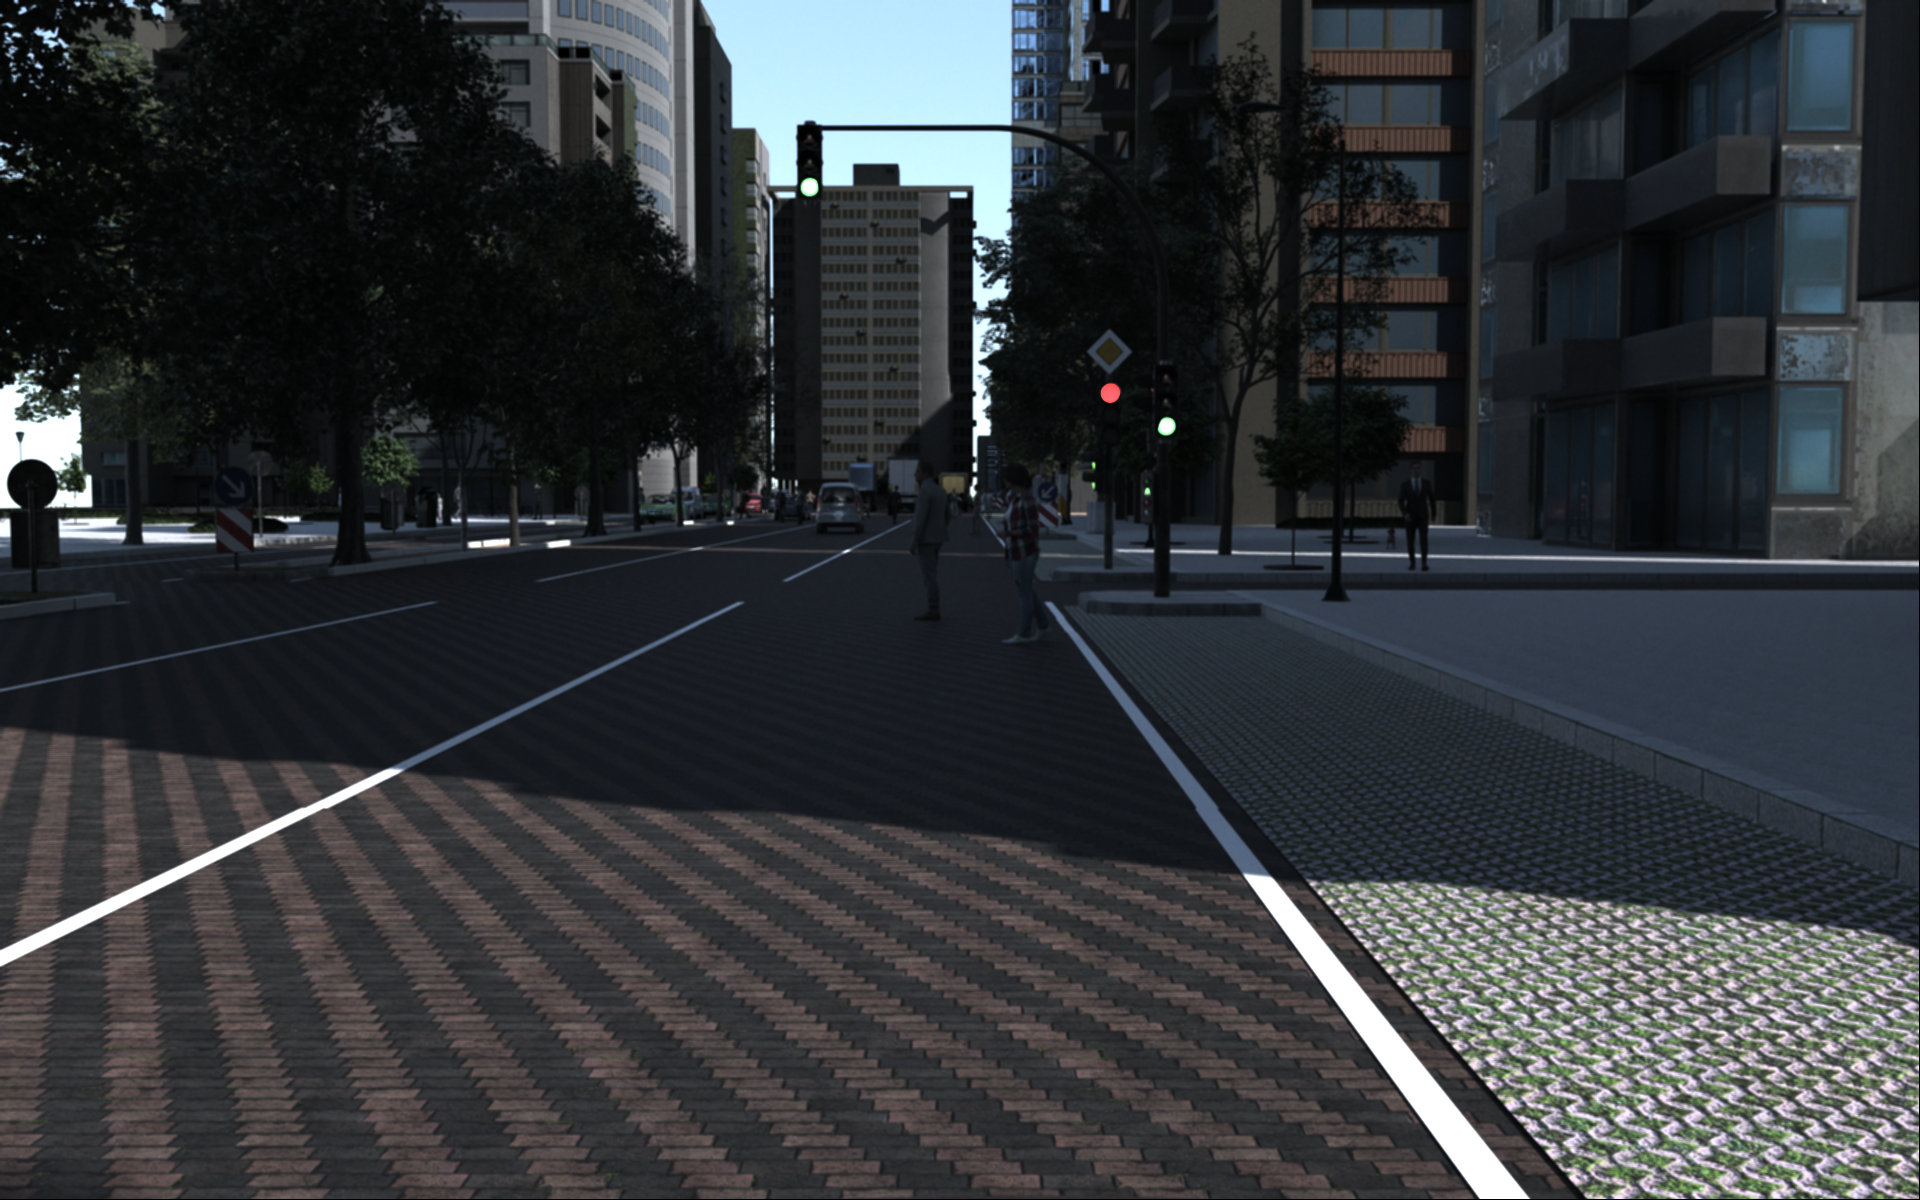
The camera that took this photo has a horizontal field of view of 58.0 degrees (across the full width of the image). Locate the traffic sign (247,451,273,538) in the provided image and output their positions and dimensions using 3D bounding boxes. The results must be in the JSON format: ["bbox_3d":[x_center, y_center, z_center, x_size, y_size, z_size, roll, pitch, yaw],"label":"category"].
[{"bbox_3d":[-20.374,-3.077,50.418,0.768,2.556,0.104,0,4,4],"label":"traffic sign"}]

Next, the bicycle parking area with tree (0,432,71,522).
[{"bbox_3d":[-45.702,-5.645,79.303,8.231,4.147,9.016,0,4,2],"label":"bicycle parking area with tree"}]

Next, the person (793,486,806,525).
[{"bbox_3d":[-7.513,-4.425,81.029,0.473,1.802,0.592,-3,5,-42],"label":"person"}]

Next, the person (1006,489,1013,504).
[{"bbox_3d":[2.705,-4.896,88.657,0.679,1.850,0.850,0,4,-7],"label":"person"}]

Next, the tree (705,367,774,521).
[{"bbox_3d":[-11.898,-8.481,91.490,4.360,8.622,3.978,0,3,0],"label":"tree"}]

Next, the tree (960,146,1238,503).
[{"bbox_3d":[5.133,-9.562,62.989,9.857,13.997,8.962,0,3,0],"label":"tree"}]

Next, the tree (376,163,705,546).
[{"bbox_3d":[-11.893,-6.700,46.409,8.767,10.594,7.601,0,4,0],"label":"tree"}]

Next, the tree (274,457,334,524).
[{"bbox_3d":[-28.196,-4.860,74.065,1.663,3.219,1.824,0,3,0],"label":"tree"}]

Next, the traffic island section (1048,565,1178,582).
[{"bbox_3d":[2.554,-0.448,29.610,2.009,0.180,2.903,0,4,0],"label":"traffic island section"}]

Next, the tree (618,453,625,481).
[{"bbox_3d":[-20.776,-7.042,98.852,4.285,4.588,4.351,0,3,0],"label":"tree"}]

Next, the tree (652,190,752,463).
[{"bbox_3d":[-11.783,-8.337,55.772,9.611,12.733,9.660,0,3,0],"label":"tree"}]

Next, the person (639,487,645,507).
[{"bbox_3d":[-17.632,-5.354,96.132,0.767,1.812,0.694,-2,4,-30],"label":"person"}]

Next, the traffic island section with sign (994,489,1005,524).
[{"bbox_3d":[2.718,-4.483,81.921,1.989,1.847,2.006,0,4,0],"label":"traffic island section with sign"}]

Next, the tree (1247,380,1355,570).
[{"bbox_3d":[5.661,-2.147,29.701,1.663,3.219,1.824,0,3,0],"label":"tree"}]

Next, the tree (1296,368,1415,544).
[{"bbox_3d":[10.195,-3.770,45.354,4.285,4.588,4.351,0,3,0],"label":"tree"}]

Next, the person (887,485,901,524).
[{"bbox_3d":[-3.123,-4.605,83.575,0.659,1.850,0.755,1,4,16],"label":"person"}]

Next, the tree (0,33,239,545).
[{"bbox_3d":[-21.148,-7.693,43.908,7.486,12.596,7.792,0,3,0],"label":"tree"}]

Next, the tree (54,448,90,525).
[{"bbox_3d":[-37.106,-4.774,72.664,1.663,3.219,1.824,0,3,0],"label":"tree"}]

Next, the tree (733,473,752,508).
[{"bbox_3d":[-20.425,-10.191,161.229,1.663,3.219,1.824,0,3,0],"label":"tree"}]

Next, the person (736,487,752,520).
[{"bbox_3d":[-12.015,-5.365,96.183,0.822,1.834,0.622,0,4,2],"label":"person"}]

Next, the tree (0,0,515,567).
[{"bbox_3d":[-11.586,-6.930,32.770,9.611,12.733,9.660,0,3,0],"label":"tree"}]

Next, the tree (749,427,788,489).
[{"bbox_3d":[-19.898,-13.884,177.369,4.737,8.622,4.395,0,3,0],"label":"tree"}]

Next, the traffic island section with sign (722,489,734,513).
[{"bbox_3d":[-17.757,-7.511,131.435,1.989,1.847,2.006,0,4,0],"label":"traffic island section with sign"}]

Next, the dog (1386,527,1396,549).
[{"bbox_3d":[10.058,-1.440,40.370,0.406,0.507,0.540,-2,4,-26],"label":"dog"}]

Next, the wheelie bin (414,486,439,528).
[{"bbox_3d":[-20.206,-3.537,65.739,0.693,1.594,0.980,1,4,22],"label":"wheelie bin"}]

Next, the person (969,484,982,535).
[{"bbox_3d":[0.549,-3.172,60.711,0.374,1.781,0.599,-1,4,-14],"label":"person"}]

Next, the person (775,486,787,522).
[{"bbox_3d":[-9.055,-4.839,87.588,0.622,1.834,0.822,0,4,4],"label":"person"}]

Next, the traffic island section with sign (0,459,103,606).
[{"bbox_3d":[-12.044,-0.842,21.907,2.006,1.907,1.989,0,4,0],"label":"traffic island section with sign"}]

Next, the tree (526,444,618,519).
[{"bbox_3d":[-20.773,-6.433,88.895,4.285,4.588,4.351,0,3,0],"label":"tree"}]

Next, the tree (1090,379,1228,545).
[{"bbox_3d":[5.022,-3.712,44.402,4.285,4.588,4.351,0,3,0],"label":"tree"}]

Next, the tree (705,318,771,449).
[{"bbox_3d":[-11.988,-7.808,64.527,8.767,10.594,7.601,0,4,0],"label":"tree"}]

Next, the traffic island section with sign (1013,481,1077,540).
[{"bbox_3d":[2.626,-2.809,54.547,1.989,1.847,2.006,0,4,0],"label":"traffic island section with sign"}]

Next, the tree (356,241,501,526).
[{"bbox_3d":[-20.767,-8.776,69.246,9.928,11.665,9.643,0,3,0],"label":"tree"}]

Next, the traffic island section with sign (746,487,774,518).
[{"bbox_3d":[-11.799,-5.891,104.452,2.006,1.907,1.989,0,4,0],"label":"traffic island section with sign"}]

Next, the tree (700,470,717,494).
[{"bbox_3d":[-20.394,-8.927,140.565,1.663,3.219,1.824,0,3,0],"label":"tree"}]

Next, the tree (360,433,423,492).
[{"bbox_3d":[-28.553,-6.286,86.488,4.285,4.588,4.351,0,3,0],"label":"tree"}]

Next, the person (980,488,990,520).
[{"bbox_3d":[1.344,-5.259,94.841,0.624,1.780,0.694,2,4,28],"label":"person"}]

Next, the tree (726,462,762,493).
[{"bbox_3d":[-20.751,-11.165,166.267,4.285,4.588,4.351,0,3,0],"label":"tree"}]

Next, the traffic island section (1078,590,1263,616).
[{"bbox_3d":[2.530,0.040,21.625,2.009,0.180,2.903,0,4,0],"label":"traffic island section"}]

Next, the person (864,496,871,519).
[{"bbox_3d":[-5.233,-5.202,97.807,0.590,1.304,0.306,-3,5,-43],"label":"person"}]

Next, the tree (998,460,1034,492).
[{"bbox_3d":[5.554,-12.097,181.500,4.285,4.588,4.351,0,3,0],"label":"tree"}]

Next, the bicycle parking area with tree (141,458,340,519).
[{"bbox_3d":[-38.092,-6.385,91.391,8.231,4.147,9.016,2,4,26],"label":"bicycle parking area with tree"}]

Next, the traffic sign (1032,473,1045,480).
[{"bbox_3d":[4.641,-6.283,102.837,0.768,2.556,0.104,1,4,9],"label":"traffic sign"}]

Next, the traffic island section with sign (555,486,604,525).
[{"bbox_3d":[-17.904,-4.468,81.680,1.989,1.847,2.006,0,4,0],"label":"traffic island section with sign"}]

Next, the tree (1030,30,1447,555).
[{"bbox_3d":[5.517,-6.207,35.905,8.767,10.594,7.601,1,4,9],"label":"tree"}]

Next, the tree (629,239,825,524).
[{"bbox_3d":[-11.572,-10.412,83.070,12.009,13.543,11.850,0,3,0],"label":"tree"}]

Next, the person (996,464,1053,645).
[{"bbox_3d":[0.628,-0.442,16.568,0.643,1.720,0.563,-1,4,-13],"label":"person"}]

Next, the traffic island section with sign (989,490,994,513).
[{"bbox_3d":[2.867,-7.549,132.055,1.989,1.847,2.006,0,4,0],"label":"traffic island section with sign"}]

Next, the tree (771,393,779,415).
[{"bbox_3d":[-11.682,-8.302,72.605,8.767,10.594,7.601,0,4,0],"label":"tree"}]

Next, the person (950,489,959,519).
[{"bbox_3d":[-0.340,-5.625,101.026,0.519,1.759,0.362,-2,4,-23],"label":"person"}]

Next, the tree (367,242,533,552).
[{"bbox_3d":[-11.587,-5.342,40.155,4.737,8.622,4.395,0,3,0],"label":"tree"}]

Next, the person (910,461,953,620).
[{"bbox_3d":[-0.346,-0.682,19.752,0.391,1.810,0.635,1,4,17],"label":"person"}]

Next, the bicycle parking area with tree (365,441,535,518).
[{"bbox_3d":[-27.749,-6.608,95.043,8.231,4.147,9.016,-3,5,-40],"label":"bicycle parking area with tree"}]

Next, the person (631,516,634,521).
[{"bbox_3d":[-17.059,-4.790,91.064,0.590,1.304,0.306,-3,5,-44],"label":"person"}]

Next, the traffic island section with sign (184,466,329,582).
[{"bbox_3d":[-12.013,-1.295,29.314,2.006,1.907,1.989,0,4,0],"label":"traffic island section with sign"}]

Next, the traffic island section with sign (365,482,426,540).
[{"bbox_3d":[-17.983,-2.811,54.585,1.989,1.847,2.006,0,4,0],"label":"traffic island section with sign"}]
